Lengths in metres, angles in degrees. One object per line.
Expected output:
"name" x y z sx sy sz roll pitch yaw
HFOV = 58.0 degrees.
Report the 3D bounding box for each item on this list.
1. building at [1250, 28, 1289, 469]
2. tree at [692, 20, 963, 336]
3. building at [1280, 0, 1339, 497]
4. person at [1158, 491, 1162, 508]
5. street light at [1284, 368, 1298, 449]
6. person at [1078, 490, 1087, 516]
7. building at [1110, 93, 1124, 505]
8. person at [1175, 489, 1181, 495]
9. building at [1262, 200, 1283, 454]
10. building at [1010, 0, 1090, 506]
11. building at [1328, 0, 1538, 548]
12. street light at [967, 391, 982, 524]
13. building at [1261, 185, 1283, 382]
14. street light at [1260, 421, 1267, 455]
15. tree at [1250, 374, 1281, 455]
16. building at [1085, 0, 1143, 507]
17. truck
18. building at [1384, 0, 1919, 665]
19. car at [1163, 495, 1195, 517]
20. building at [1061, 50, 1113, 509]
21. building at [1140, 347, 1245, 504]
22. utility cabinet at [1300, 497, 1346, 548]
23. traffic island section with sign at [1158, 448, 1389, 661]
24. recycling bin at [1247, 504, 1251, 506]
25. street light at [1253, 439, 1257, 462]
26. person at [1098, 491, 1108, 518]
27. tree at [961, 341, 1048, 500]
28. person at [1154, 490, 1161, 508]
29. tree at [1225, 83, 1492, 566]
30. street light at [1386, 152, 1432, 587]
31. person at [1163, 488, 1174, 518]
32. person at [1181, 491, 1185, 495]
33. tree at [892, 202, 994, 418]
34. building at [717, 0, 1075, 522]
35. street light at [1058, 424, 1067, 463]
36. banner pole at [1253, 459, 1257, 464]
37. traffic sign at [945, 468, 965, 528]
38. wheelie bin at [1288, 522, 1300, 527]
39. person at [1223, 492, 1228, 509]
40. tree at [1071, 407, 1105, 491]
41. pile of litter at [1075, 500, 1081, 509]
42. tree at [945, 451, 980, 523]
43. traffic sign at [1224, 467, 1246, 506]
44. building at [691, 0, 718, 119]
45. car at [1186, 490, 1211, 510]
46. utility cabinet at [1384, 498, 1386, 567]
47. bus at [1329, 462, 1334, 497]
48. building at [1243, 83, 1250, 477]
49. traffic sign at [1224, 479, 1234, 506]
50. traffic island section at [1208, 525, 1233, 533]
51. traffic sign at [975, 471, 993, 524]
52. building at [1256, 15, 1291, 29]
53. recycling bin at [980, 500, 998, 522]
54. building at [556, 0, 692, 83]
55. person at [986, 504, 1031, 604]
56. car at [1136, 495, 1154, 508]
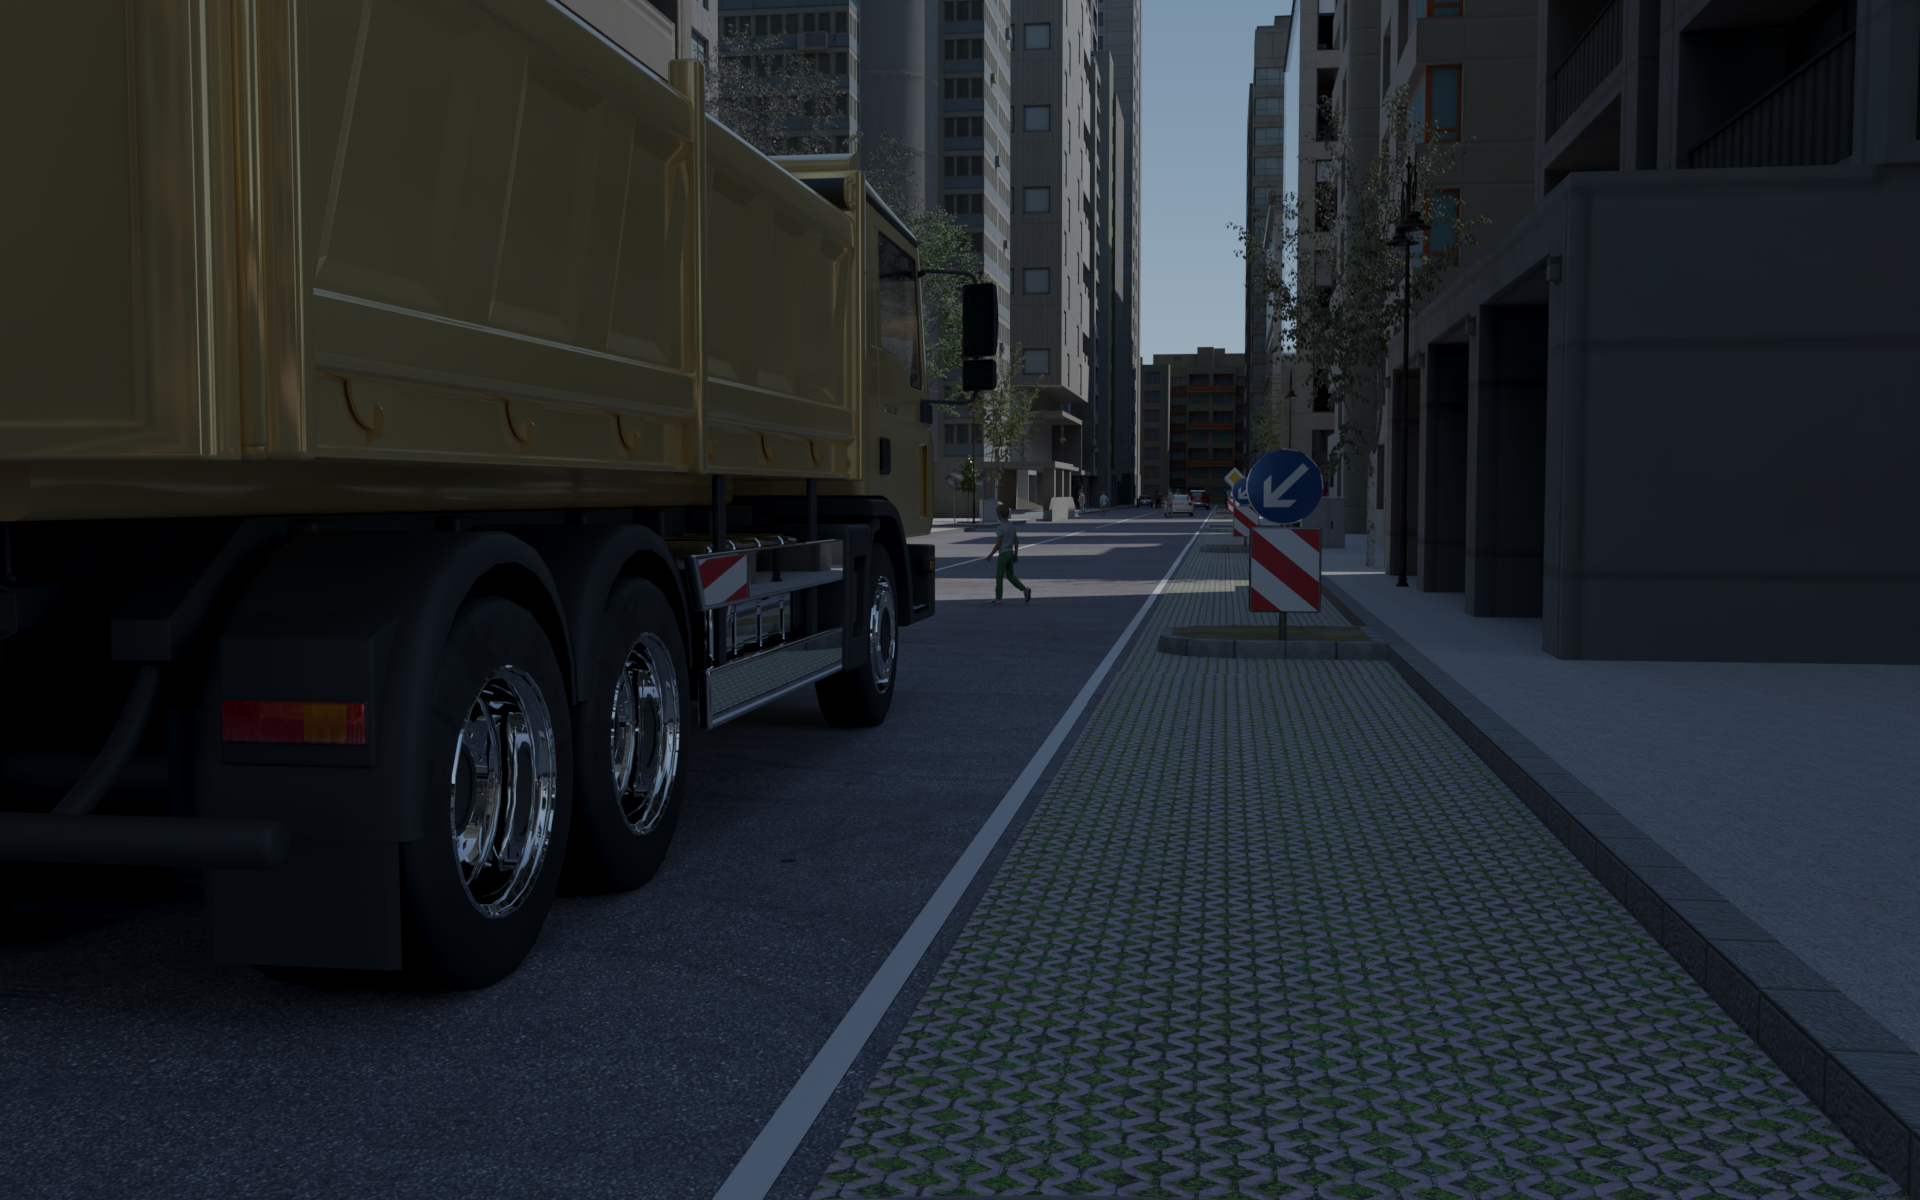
"building" 33.247 -28.850 155.296 14.154 41.232 14.086 1 4 9
"tree" -5.015 -8.235 45.017 12.009 13.543 11.850 0 3 0
"building" 32.217 -16.759 78.533 34.151 26.468 19.350 1 4 9
"person" 20.878 -10.570 182.124 0.742 1.727 0.445 2 4 32
"street light" 12.128 -5.557 63.644 0.468 5.910 1.993 1 4 9
"person" 7.897 -6.259 111.672 0.643 1.720 0.563 0 4 -7
"building" 10.628 -33.079 190.953 14.600 45.320 14.200 1 4 9
"person" 17.328 -7.940 138.192 0.514 1.842 0.818 -3 5 -41
"building" 24.671 -16.082 112.088 9.793 20.994 18.267 1 4 9
"building" -4.432 -33.114 130.657 28.713 52.752 27.495 1 4 9
"building" 25.095 -12.368 47.255 27.650 21.520 28.899 1 4 9
"street light" 0.597 -6.223 74.526 0.468 5.910 1.993 1 4 9
"building" 29.608 -20.537 133.039 12.463 27.353 25.104 1 4 9
"street light" 18.787 -8.217 107.131 0.468 5.910 1.993 1 4 9
"tree" 19.015 -9.252 101.632 4.737 8.622 4.395 0 3 0
"building" 11.708 -47.477 214.493 20.611 71.187 20.563 1 4 9
"truck" -2.001 -0.785 8.760 3.469 3.379 9.791 1 4 9
"building" 15.407 -35.223 14.142 20.563 71.187 20.611 1 4 9
"car" 14.124 -6.071 111.629 2.083 1.381 4.827 0 4 7
"building" 6.252 -28.901 156.128 14.154 41.232 14.086 1 4 9
"building" 35.291 -24.351 243.185 28.899 21.520 27.650 1 4 9
"utility cabinet" 8.592 -1.827 41.034 1.020 1.237 0.306 0 4 1
"traffic island section with sign" 2.836 -0.443 15.864 1.989 1.847 2.006 1 4 9
"recycling bin" 23.146 -7.641 137.483 0.722 1.027 0.722 2 4 25
"street light" 24.917 -10.608 146.234 0.468 5.910 1.993 1 4 9
"person" 8.629 -5.745 104.236 0.589 1.601 0.330 -1 4 -14
"tree" 1.953 -8.046 81.919 4.737 8.622 4.395 0 3 0
"person" 19.692 -10.053 172.879 0.705 1.823 1.348 -1 4 -23
"tree" 7.106 -4.917 30.760 4.360 8.622 3.978 0 3 0
"street light" 6.140 -3.123 23.855 0.468 5.910 1.993 1 4 9
"person" 12.417 -5.774 103.110 0.583 1.804 0.606 2 4 32
"person" 24.790 -11.222 191.988 0.705 1.823 1.348 3 5 44
"tree" -2.407 -8.126 58.619 9.928 11.665 9.643 0 3 0
"building" -10.089 -24.829 97.831 32.217 40.220 23.993 1 4 9
"street light" 6.704 -8.614 113.633 0.468 5.910 1.993 1 4 9
"banner pole" 20.876 -8.114 122.686 0.401 3.779 0.863 2 4 24
"traffic sign" -0.198 -3.837 66.375 0.795 2.450 0.064 1 4 9
"wheelie bin" 11.431 -3.086 58.364 0.980 1.594 0.693 0 4 -7
"person" 25.626 -9.617 167.212 0.415 1.643 0.593 0 4 -6
"tree" 10.083 -11.970 146.077 4.360 8.622 3.978 0 3 0
"pile of litter" 9.910 -8.172 147.577 1.176 0.858 1.719 2 4 29
"tree" 0.398 -5.059 77.318 1.663 3.219 1.824 0 3 0
"traffic sign" 10.272 -3.738 64.762 0.795 2.450 0.064 1 4 9
"building" -16.282 -23.026 60.073 14.086 41.232 14.154 1 4 9
"car" 21.697 -9.105 157.537 2.281 1.827 5.304 1 4 10
"utility cabinet" 7.802 -1.149 29.947 0.306 1.237 1.020 -2 4 -30
"bus" 21.167 -4.428 67.262 13.247 3.499 2.948 0 4 7
"building" 42.966 -34.918 194.610 21.300 48.544 21.600 1 4 9
"traffic sign" 11.478 -4.221 72.655 0.795 2.450 0.064 1 4 9
"traffic island section" 10.297 -2.603 64.835 2.009 0.180 2.903 1 4 9
"traffic sign" 1.008 -4.320 74.269 0.795 2.450 0.064 1 4 9
"building" 39.867 -33.540 172.080 21.300 48.544 21.600 1 4 9
"recycling bin" 1.305 -4.063 78.983 0.722 1.027 0.722 -1 4 -10
"building" -17.329 -24.485 24.024 21.300 48.544 21.600 1 4 9
"person" 0.636 -0.602 22.590 0.590 1.304 0.306 1 4 19
"car" 19.575 -10.449 183.425 1.945 1.354 3.894 0 4 7
